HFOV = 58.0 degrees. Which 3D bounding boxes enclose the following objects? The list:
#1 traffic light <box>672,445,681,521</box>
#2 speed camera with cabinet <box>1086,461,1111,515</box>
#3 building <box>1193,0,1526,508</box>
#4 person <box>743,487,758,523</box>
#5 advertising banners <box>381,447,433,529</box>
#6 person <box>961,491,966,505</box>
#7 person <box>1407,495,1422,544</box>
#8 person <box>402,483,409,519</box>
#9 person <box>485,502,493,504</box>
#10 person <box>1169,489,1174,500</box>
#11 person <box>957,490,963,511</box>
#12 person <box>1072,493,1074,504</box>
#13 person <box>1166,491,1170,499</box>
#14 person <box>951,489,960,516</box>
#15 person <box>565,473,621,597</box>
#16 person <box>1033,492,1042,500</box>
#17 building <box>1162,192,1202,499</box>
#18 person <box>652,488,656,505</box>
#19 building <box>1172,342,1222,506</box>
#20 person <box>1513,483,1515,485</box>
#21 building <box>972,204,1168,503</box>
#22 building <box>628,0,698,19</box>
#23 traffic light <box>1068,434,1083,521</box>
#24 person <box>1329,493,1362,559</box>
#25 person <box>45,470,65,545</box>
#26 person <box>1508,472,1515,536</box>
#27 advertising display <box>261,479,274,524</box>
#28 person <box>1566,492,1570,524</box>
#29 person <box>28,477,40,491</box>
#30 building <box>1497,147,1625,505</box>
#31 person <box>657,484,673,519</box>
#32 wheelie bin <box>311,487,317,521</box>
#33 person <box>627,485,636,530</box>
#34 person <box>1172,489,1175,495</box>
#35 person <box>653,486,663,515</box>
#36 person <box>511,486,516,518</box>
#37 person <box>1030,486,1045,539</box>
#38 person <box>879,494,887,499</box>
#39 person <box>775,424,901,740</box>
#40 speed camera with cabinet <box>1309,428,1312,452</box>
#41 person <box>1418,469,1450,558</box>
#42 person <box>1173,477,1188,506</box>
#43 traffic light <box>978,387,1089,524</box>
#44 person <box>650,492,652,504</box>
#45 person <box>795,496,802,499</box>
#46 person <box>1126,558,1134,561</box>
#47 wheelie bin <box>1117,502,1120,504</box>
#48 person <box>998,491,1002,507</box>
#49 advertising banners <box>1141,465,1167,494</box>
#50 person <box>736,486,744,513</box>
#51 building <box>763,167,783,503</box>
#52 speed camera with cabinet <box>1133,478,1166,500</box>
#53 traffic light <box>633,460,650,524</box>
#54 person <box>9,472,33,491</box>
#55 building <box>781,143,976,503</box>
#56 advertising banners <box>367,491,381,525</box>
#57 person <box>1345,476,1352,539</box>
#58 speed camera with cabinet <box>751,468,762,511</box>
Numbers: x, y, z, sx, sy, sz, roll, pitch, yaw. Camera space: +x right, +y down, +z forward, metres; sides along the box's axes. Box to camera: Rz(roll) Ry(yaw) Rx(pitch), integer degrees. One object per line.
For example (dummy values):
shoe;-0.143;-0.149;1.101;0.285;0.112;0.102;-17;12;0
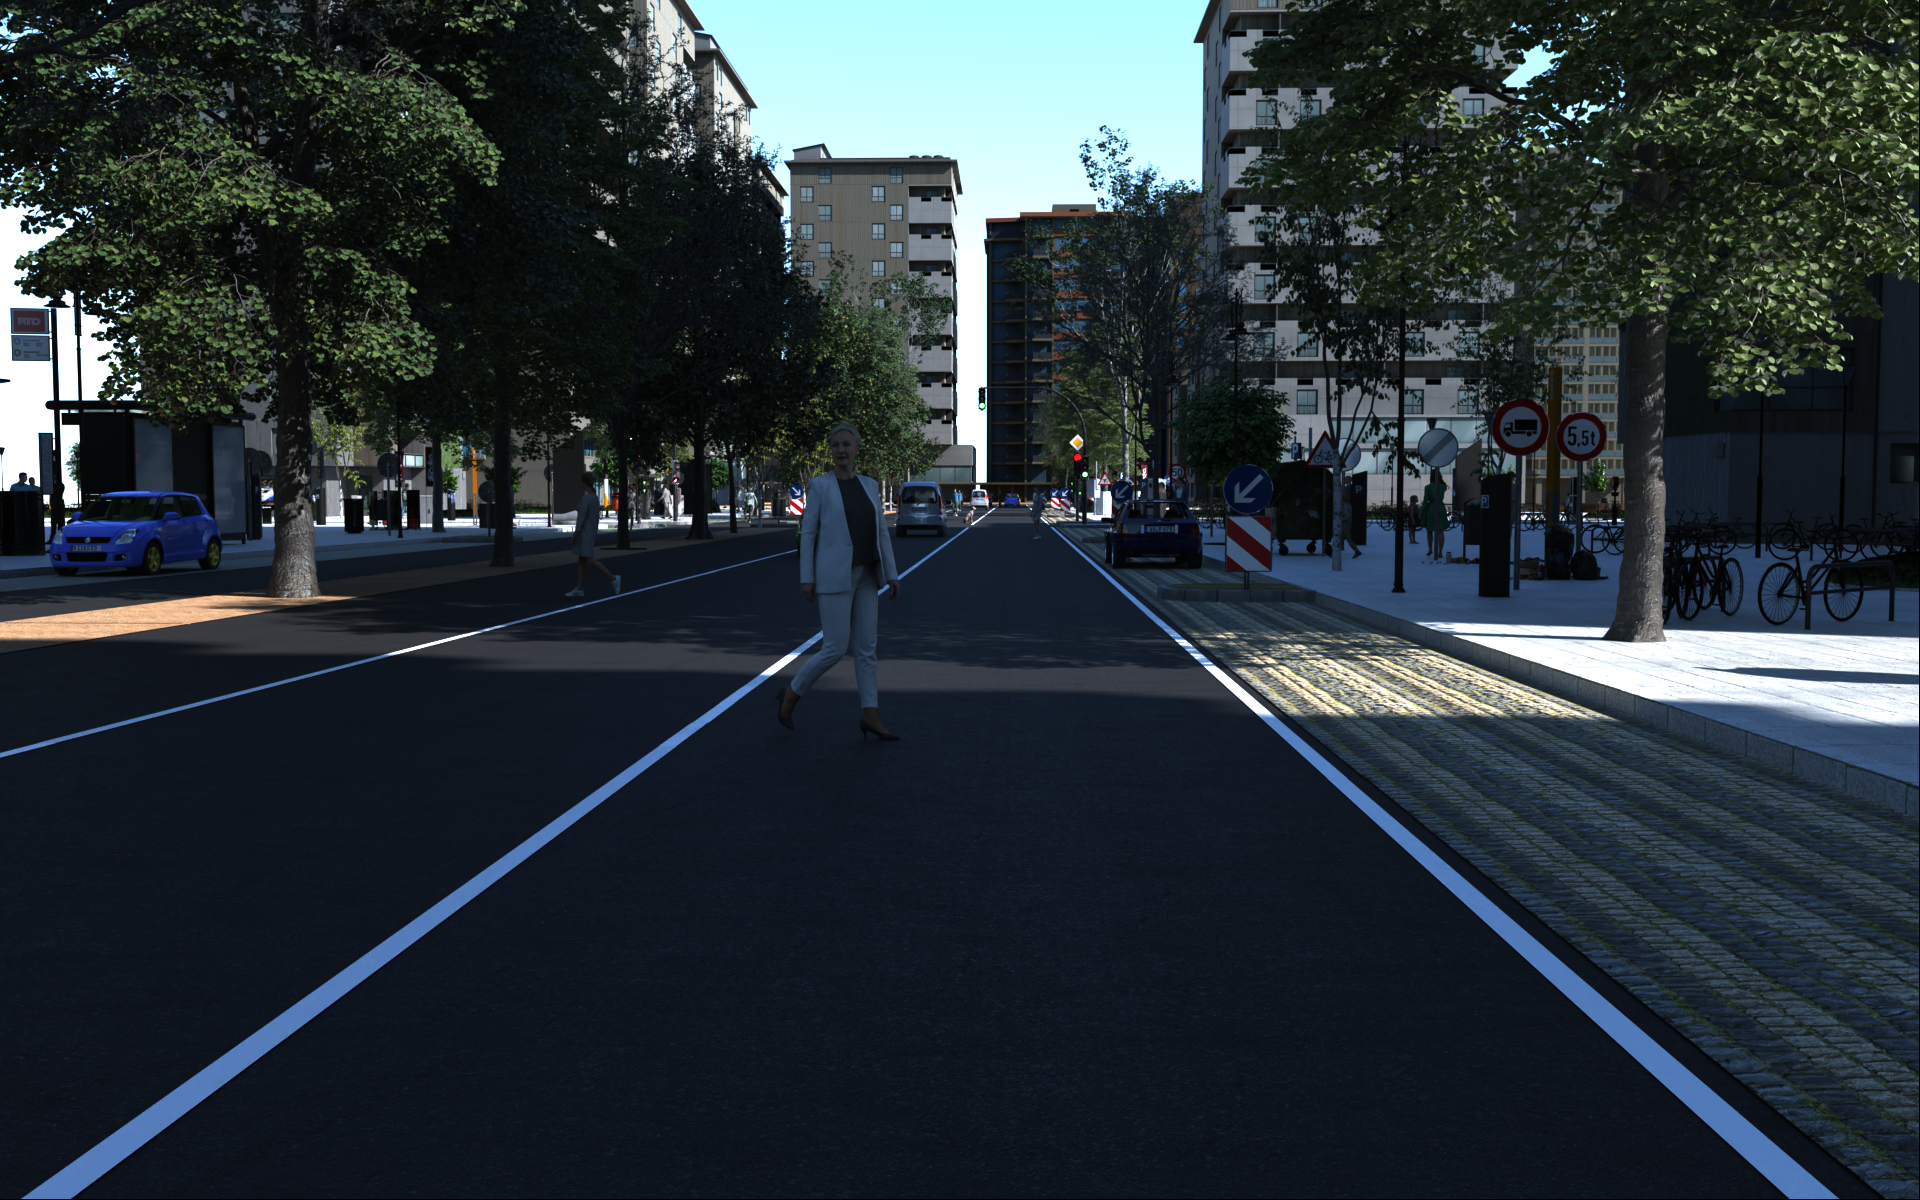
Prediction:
traffic light;-11.361;-6.557;81.868;4.771;5.953;1.251;0;4;2
speed camera with cabinet;8.447;-6.775;105.099;0.660;3.252;2.038;2;4;35
building;39.005;-35.729;173.400;28.713;52.752;27.495;0;4;2
person;-10.472;-4.763;86.868;0.782;1.767;0.515;-1;4;-19
advertising banners;-20.194;-4.138;63.836;2.074;3.025;0.090;-2;4;-35
person;0.262;-13.039;221.621;0.705;1.831;1.348;-3;5;-43
person;11.735;-2.075;44.633;0.362;1.253;0.373;-3;5;-41
person;-27.909;-4.971;87.301;0.794;1.824;0.713;3;5;45
person;-24.099;-5.060;88.957;0.709;1.800;0.728;-2;4;-31
person;23.023;-11.118;187.788;0.705;1.831;1.348;-1;4;-13
person;-0.077;-8.413;146.403;0.601;1.785;0.444;0;4;-6
person;14.431;-12.886;217.260;0.750;1.759;0.617;-1;4;-12
person;25.564;-12.529;211.685;1.217;1.735;0.721;-1;4;-10
person;-0.296;-6.375;113.079;0.601;1.785;0.444;1;4;18
person;-5.160;-0.918;24.268;0.760;1.731;0.466;-2;4;-24
person;5.167;-6.503;114.929;0.679;1.850;0.850;-1;4;-15
building;37.958;-37.281;259.652;14.200;45.320;14.600;0;4;2
person;-25.480;-8.506;145.144;0.581;1.822;0.654;0;4;-3
building;39.945;-21.899;203.092;27.650;21.520;28.899;0;4;2
person;27.142;-4.810;84.874;0.511;1.800;0.466;-1;4;-11
building;16.555;-37.280;264.160;28.867;44.769;22.147;0;4;2
building;-41.362;-35.607;171.410;28.713;52.752;27.495;0;4;2
traffic light;5.498;-5.652;81.323;0.839;4.253;0.868;0;4;2
person;7.676;-1.474;34.422;0.640;1.303;0.475;0;4;5
person;-22.955;-2.355;43.912;0.648;1.900;0.474;3;5;42
person;12.147;-1.963;38.480;0.599;1.781;0.374;1;4;11
advertising display;-29.741;-4.225;74.295;0.974;1.923;0.123;0;4;-3
person;26.801;-3.987;76.276;0.523;1.515;0.503;1;4;10
person;-28.645;-2.891;53.418;0.635;1.810;0.391;-3;4;-38
building;67.282;-31.093;200.258;23.993;40.220;32.217;0;4;2
person;-15.183;-5.085;89.454;0.850;1.792;0.678;2;4;24
wheelie bin;-30.799;-4.573;82.685;0.693;1.594;0.980;-2;4;-33
person;-13.118;-3.644;68.355;0.573;1.790;0.520;2;4;29
person;21.443;-10.158;172.263;1.348;1.807;0.705;-1;4;-22
person;-18.447;-6.097;105.902;0.590;1.801;0.661;2;4;25
person;-24.425;-5.365;93.933;0.590;1.801;0.661;-1;4;-10
person;2.467;-2.787;55.070;0.522;1.701;0.512;-2;4;-29
person;-7.502;-9.527;164.991;1.217;1.736;0.721;-2;4;-26
person;-0.719;-0.111;10.201;0.818;1.842;0.514;2;4;32
speed camera with cabinet;10.566;-3.466;51.013;0.660;3.252;2.038;0;4;5
person;9.638;-1.764;35.136;0.600;1.795;0.529;0;4;-7
person;6.891;-2.922;53.842;0.654;1.822;0.581;-3;5;-40
traffic light;3.155;-6.030;73.266;4.771;5.953;1.251;0;4;2
person;-26.314;-8.580;146.500;0.592;1.802;0.473;-2;4;-28
person;-20.123;-12.663;213.599;1.217;1.766;0.721;1;4;9
person;3.557;-1.460;37.056;0.332;1.250;0.352;-1;4;-14
wheelie bin;10.144;-6.269;110.398;0.980;1.594;0.693;-3;5;-42
person;4.566;-11.381;195.136;0.434;1.755;0.990;-1;4;-21
advertising banners;11.598;-6.570;103.613;2.074;3.025;0.090;-2;4;-35
person;-15.086;-6.954;119.613;0.818;1.842;0.514;0;4;7
building;-39.742;-41.602;269.435;27.495;52.752;28.713;0;4;2
speed camera with cabinet;11.143;-6.583;101.973;2.038;3.252;0.660;-2;4;-30
traffic light;-13.704;-5.199;73.917;0.839;4.253;0.868;0;4;2
person;-23.998;-2.352;44.362;0.638;1.841;0.748;-1;4;-16
building;-11.517;-41.506;267.853;27.495;52.752;28.713;0;4;2
advertising banners;-23.391;-4.549;70.565;2.074;3.025;0.090;2;4;28
person;10.843;-2.601;48.752;0.590;1.801;0.661;0;4;1
speed camera with cabinet;-15.548;-8.420;131.998;0.660;3.252;2.038;0;4;2
